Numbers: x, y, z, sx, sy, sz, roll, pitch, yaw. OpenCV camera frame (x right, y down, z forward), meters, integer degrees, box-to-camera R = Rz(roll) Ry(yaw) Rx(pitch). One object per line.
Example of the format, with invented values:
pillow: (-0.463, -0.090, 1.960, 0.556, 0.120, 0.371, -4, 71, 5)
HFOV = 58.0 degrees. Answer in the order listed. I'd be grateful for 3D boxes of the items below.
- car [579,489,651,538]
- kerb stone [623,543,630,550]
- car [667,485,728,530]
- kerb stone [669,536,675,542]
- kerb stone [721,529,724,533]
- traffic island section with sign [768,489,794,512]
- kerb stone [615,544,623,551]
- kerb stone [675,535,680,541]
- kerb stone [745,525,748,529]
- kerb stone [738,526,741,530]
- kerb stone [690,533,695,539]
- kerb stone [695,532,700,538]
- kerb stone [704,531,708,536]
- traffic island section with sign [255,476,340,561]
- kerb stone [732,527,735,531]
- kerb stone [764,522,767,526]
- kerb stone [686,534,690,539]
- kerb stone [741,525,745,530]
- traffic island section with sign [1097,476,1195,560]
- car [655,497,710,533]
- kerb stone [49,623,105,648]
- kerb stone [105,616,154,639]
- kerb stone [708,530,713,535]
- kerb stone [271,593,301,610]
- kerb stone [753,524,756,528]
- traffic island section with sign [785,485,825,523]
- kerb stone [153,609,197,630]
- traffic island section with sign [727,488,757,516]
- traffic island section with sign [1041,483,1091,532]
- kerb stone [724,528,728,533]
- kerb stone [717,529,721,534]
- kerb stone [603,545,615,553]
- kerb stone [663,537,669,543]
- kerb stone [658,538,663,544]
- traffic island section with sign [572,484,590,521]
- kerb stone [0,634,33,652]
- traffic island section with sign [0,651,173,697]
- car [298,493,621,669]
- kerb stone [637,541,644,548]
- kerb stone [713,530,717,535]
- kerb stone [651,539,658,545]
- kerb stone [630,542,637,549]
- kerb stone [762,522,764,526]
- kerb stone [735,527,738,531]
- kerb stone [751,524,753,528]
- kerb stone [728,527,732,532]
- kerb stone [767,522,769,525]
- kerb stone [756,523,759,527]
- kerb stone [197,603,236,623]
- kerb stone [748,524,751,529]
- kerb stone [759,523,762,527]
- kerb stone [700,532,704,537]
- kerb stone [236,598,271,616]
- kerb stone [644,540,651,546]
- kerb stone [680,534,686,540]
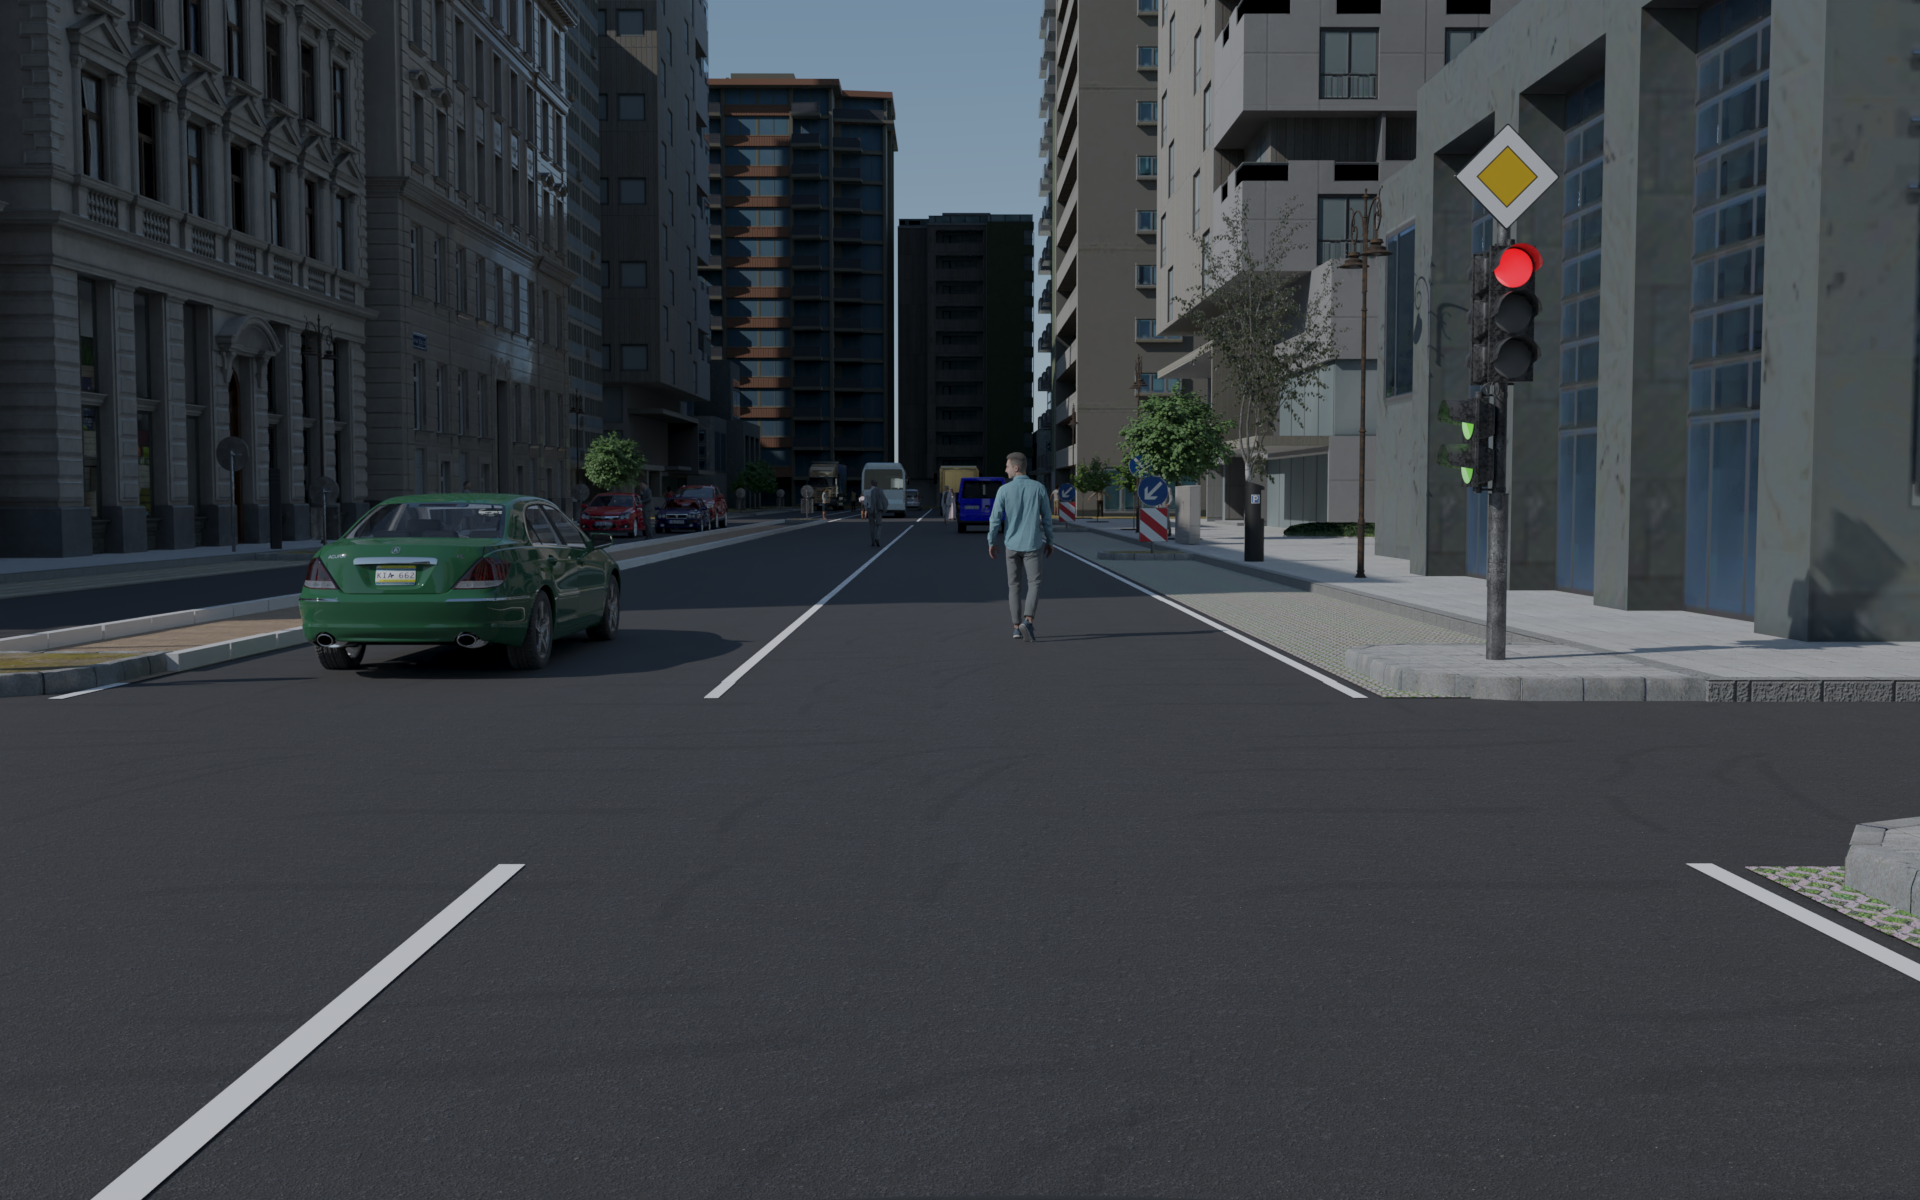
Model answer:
car: (-11.501, -2.986, 57.868, 2.155, 1.783, 4.494, 0, 4, -1)
kerb stone: (-8.622, -1.344, 44.162, 0.120, 0.150, 1.000, 0, 4, 0)
car: (-10.826, -3.842, 71.492, 2.281, 1.827, 5.304, 0, 4, -1)
kerb stone: (-8.673, -1.782, 51.326, 0.120, 0.150, 1.000, 0, 4, 0)
kerb stone: (-8.732, -2.471, 62.595, 0.120, 0.150, 1.000, 0, 4, 0)
traffic island section with sign: (-14.726, -8.185, 142.449, 1.989, 1.847, 2.006, 0, 4, 0)
kerb stone: (-8.614, -1.281, 43.140, 0.120, 0.150, 1.000, 0, 4, 0)
kerb stone: (-8.673, -1.844, 52.348, 0.120, 0.150, 1.000, 0, 4, 0)
kerb stone: (-8.781, -2.911, 69.784, 0.120, 0.150, 1.000, 0, 4, 0)
kerb stone: (-8.775, -2.784, 67.729, 0.120, 0.150, 1.000, 0, 4, 0)
kerb stone: (-8.690, -2.032, 55.422, 0.120, 0.150, 1.000, 0, 4, 0)
kerb stone: (-8.695, -2.095, 56.444, 0.120, 0.150, 1.000, 0, 4, 0)
kerb stone: (-8.712, -2.220, 58.489, 0.120, 0.150, 1.000, 0, 4, 0)
traffic island section with sign: (-14.081, -1.793, 37.937, 1.989, 1.847, 2.006, 0, 4, 0)
kerb stone: (-8.753, -2.659, 65.670, 0.120, 0.150, 1.000, 0, 4, 0)
kerb stone: (-8.818, -3.351, 76.977, 0.120, 0.150, 1.000, 0, 4, 0)
kerb stone: (-8.691, -1.969, 54.394, 0.120, 0.150, 1.000, 0, 4, 0)
kerb stone: (-8.772, -2.840, 68.752, 0.120, 0.150, 1.000, 0, 4, 0)
traffic island section with sign: (4.043, -1.799, 38.037, 1.989, 1.847, 2.006, 0, 4, 0)
car: (-10.318, -3.176, 64.503, 1.945, 1.354, 3.894, 0, 4, -2)
kerb stone: (-8.458, 0.351, 16.455, 0.120, 0.150, 1.000, 0, 4, 0)
kerb stone: (-8.450, 0.288, 17.483, 0.120, 0.150, 1.000, 0, 4, 0)
kerb stone: (-8.721, -2.283, 59.520, 0.120, 0.150, 1.000, 0, 4, 0)
kerb stone: (-8.479, 0.037, 21.591, 0.120, 0.150, 1.000, 0, 4, 0)
kerb stone: (-8.794, -3.099, 72.864, 0.120, 0.150, 1.000, 0, 4, 0)
traffic island section with sign: (-7.835, -4.895, 88.167, 2.006, 1.907, 1.989, 0, 4, 0)
kerb stone: (-8.466, 0.226, 18.512, 0.120, 0.150, 1.000, 0, 4, 0)
traffic island section with sign: (-14.565, -6.513, 115.120, 1.989, 1.847, 2.006, 0, 4, 0)
traffic island section with sign: (3.871, -3.465, 65.288, 1.989, 1.847, 2.006, 0, 4, 0)
kerb stone: (-8.747, -2.533, 63.618, 0.120, 0.150, 1.000, 0, 4, 0)
kerb stone: (-8.727, -2.406, 61.573, 0.120, 0.150, 1.000, 0, 4, 0)
kerb stone: (-8.605, -1.217, 42.118, 0.120, 0.150, 1.000, 0, 4, 0)
kerb stone: (-8.667, -1.712, 50.304, 0.120, 0.150, 1.000, 0, 4, 0)
kerb stone: (-8.653, -1.657, 49.282, 0.120, 0.150, 1.000, 0, 4, 0)
traffic island section with sign: (-14.256, -3.441, 64.892, 1.989, 1.847, 2.006, 0, 4, 0)
kerb stone: (-8.446, 0.414, 15.428, 0.120, 0.150, 1.000, 0, 4, 0)
traffic island section with sign: (-7.369, -0.299, 13.030, 2.006, 1.907, 1.989, 0, 4, 0)
car: (-4.310, -0.232, 15.592, 2.131, 1.459, 4.920, 0, 4, 0)
kerb stone: (-8.636, -1.468, 46.207, 0.120, 0.150, 1.000, 0, 4, 0)
kerb stone: (-8.722, -2.346, 60.551, 0.120, 0.150, 1.000, 0, 4, 0)
kerb stone: (-8.643, -1.594, 48.260, 0.120, 0.150, 1.000, 0, 4, 0)
kerb stone: (-8.635, -1.406, 45.185, 0.120, 0.150, 1.000, 0, 4, 0)
kerb stone: (-8.815, -3.288, 75.955, 0.120, 0.150, 1.000, 0, 4, 0)
kerb stone: (-8.759, -2.722, 66.698, 0.120, 0.150, 1.000, 0, 4, 0)
kerb stone: (-8.792, -3.037, 71.842, 0.120, 0.150, 1.000, 0, 4, 0)
kerb stone: (-8.740, -2.596, 64.645, 0.120, 0.150, 1.000, 0, 4, 0)
kerb stone: (-8.831, -3.413, 77.999, 0.120, 0.150, 1.000, 0, 4, 0)
kerb stone: (-8.802, -3.160, 73.890, 0.120, 0.150, 1.000, 0, 4, 0)
kerb stone: (-8.468, 0.164, 19.534, 0.120, 0.150, 1.000, 0, 4, 0)
kerb stone: (-8.779, -2.970, 70.820, 0.120, 0.150, 1.000, 0, 4, 0)
kerb stone: (-8.805, -3.224, 74.925, 0.120, 0.150, 1.000, 0, 4, 0)
kerb stone: (-8.698, -2.157, 57.467, 0.120, 0.150, 1.000, 0, 4, 0)
kerb stone: (-8.474, 0.101, 20.567, 0.120, 0.150, 1.000, 0, 4, 0)
kerb stone: (-8.641, -1.531, 47.235, 0.120, 0.150, 1.000, 0, 4, 0)
kerb stone: (-8.673, -1.907, 53.371, 0.120, 0.150, 1.000, 0, 4, 0)
